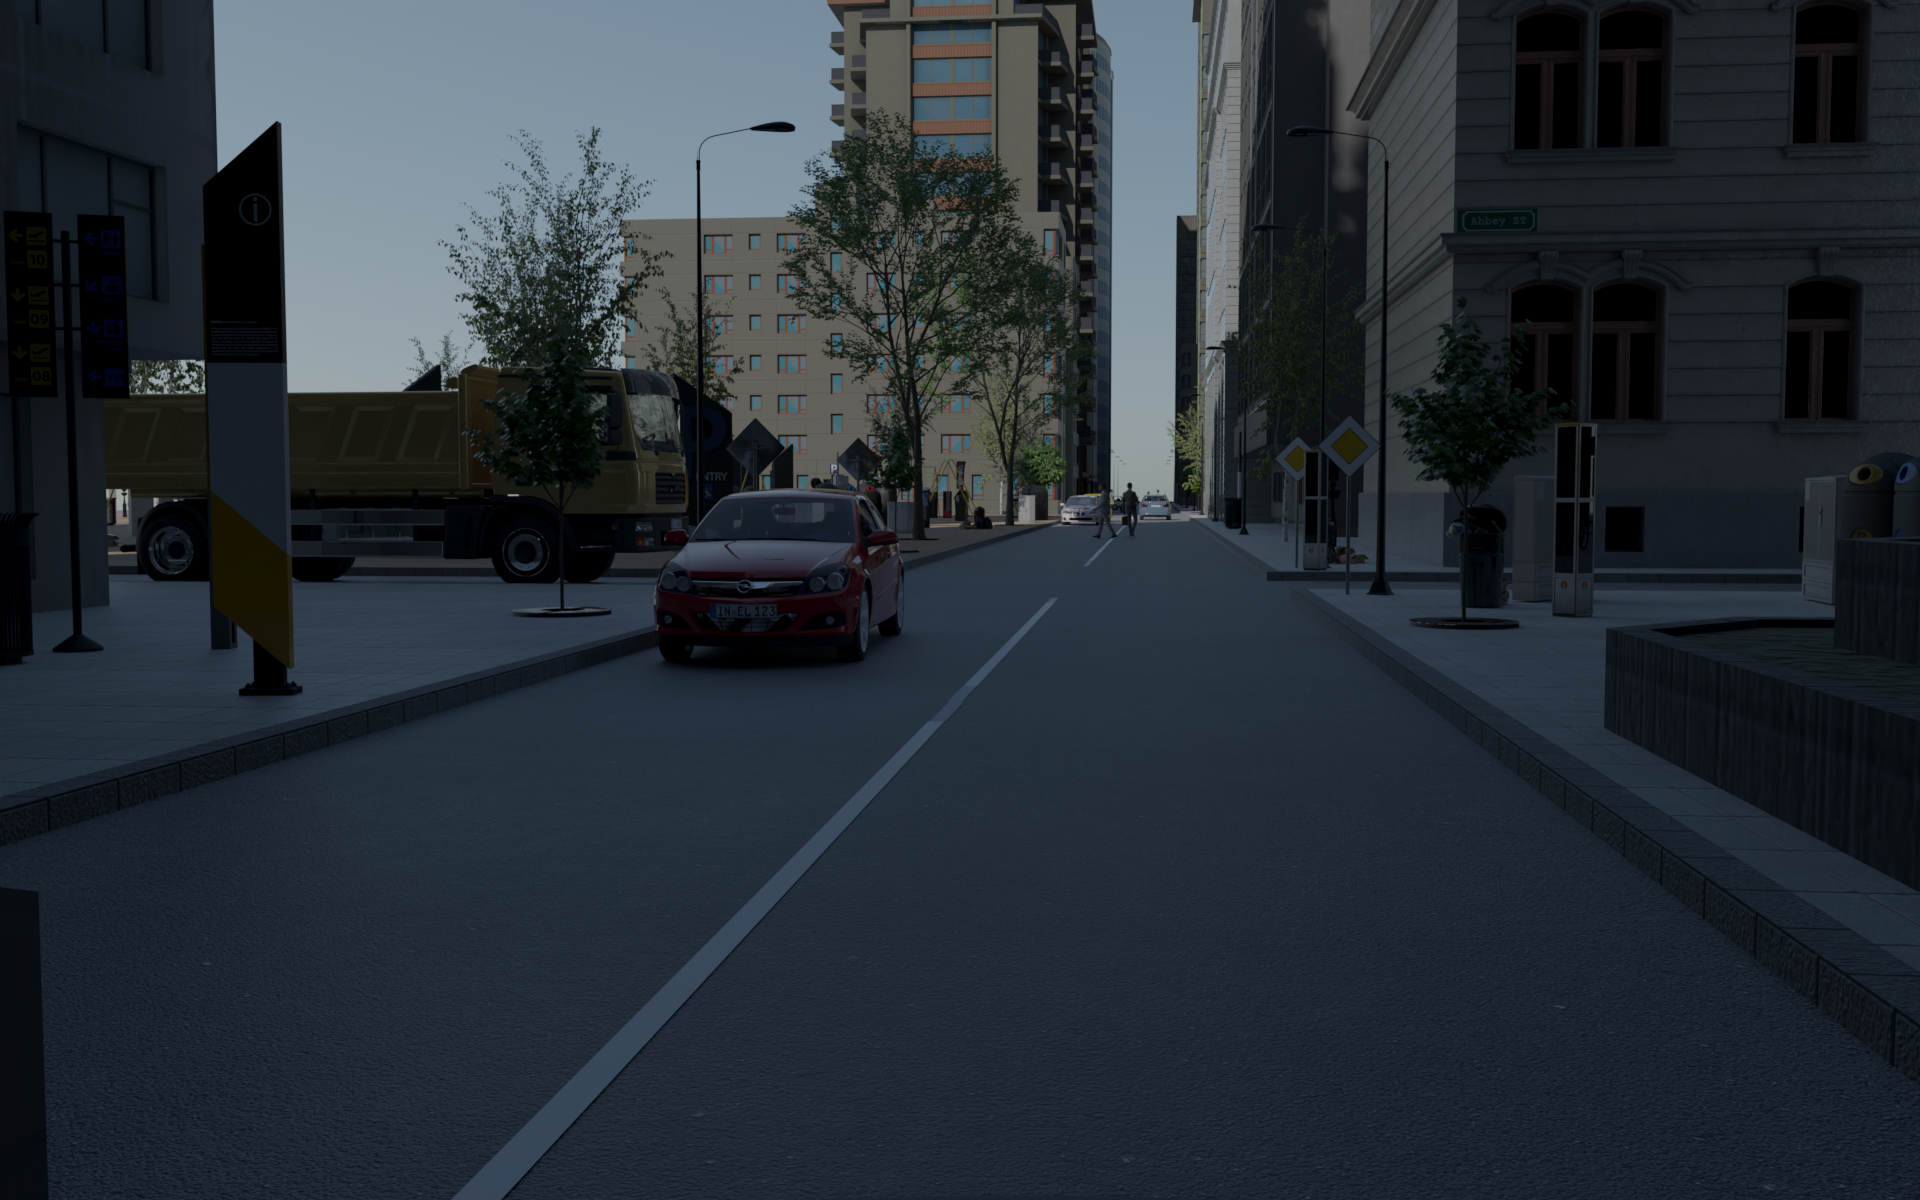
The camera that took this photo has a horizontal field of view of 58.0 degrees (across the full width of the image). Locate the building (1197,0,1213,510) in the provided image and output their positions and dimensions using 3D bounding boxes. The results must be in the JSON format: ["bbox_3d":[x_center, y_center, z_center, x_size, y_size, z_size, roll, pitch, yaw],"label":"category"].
[{"bbox_3d":[26.991,-28.202,144.695,14.154,41.232,14.086,0,4,6],"label":"building"}]

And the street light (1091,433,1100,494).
[{"bbox_3d":[9.703,-9.734,131.684,1.470,5.913,1.316,0,4,6],"label":"street light"}]

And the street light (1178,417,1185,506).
[{"bbox_3d":[14.308,-8.168,106.085,1.470,5.913,1.316,0,4,6],"label":"street light"}]

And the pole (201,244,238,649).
[{"bbox_3d":[-6.109,-1.250,14.284,0.158,3.312,0.155,0,3,0],"label":"pole"}]

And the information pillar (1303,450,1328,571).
[{"bbox_3d":[5.966,-1.502,29.053,0.304,2.012,0.304,3,4,39],"label":"information pillar"}]

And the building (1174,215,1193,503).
[{"bbox_3d":[38.739,-34.943,254.916,14.154,41.232,14.086,0,4,6],"label":"building"}]

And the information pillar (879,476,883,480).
[{"bbox_3d":[-2.869,-3.753,65.850,0.304,2.012,0.304,-3,4,-36],"label":"information pillar"}]

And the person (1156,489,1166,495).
[{"bbox_3d":[12.421,-5.991,107.251,0.742,1.727,0.445,1,4,17],"label":"person"}]

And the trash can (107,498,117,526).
[{"bbox_3d":[-34.661,-3.595,70.435,0.748,1.137,0.748,0,3,0],"label":"trash can"}]

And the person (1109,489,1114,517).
[{"bbox_3d":[9.580,-6.071,108.556,0.721,1.735,1.217,0,4,6],"label":"person"}]

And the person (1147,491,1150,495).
[{"bbox_3d":[20.795,-11.071,190.237,0.721,1.736,1.217,2,4,23],"label":"person"}]

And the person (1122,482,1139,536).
[{"bbox_3d":[5.800,-3.091,58.999,0.622,1.834,0.822,1,4,20],"label":"person"}]

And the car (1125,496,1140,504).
[{"bbox_3d":[24.294,-14.173,244.090,2.083,1.381,4.827,0,4,8],"label":"car"}]

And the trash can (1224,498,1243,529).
[{"bbox_3d":[10.051,-3.182,63.672,0.748,1.137,0.748,0,3,0],"label":"trash can"}]

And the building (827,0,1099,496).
[{"bbox_3d":[0.661,-30.332,150.547,22.147,44.769,28.867,0,4,6],"label":"building"}]

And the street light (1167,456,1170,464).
[{"bbox_3d":[22.600,-12.732,180.710,1.470,5.913,1.316,0,4,6],"label":"street light"}]

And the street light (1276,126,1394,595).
[{"bbox_3d":[4.828,-3.025,21.996,1.470,5.913,1.316,0,4,6],"label":"street light"}]

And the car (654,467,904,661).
[{"bbox_3d":[-1.591,-0.441,16.247,2.155,1.783,4.494,0,4,5],"label":"car"}]

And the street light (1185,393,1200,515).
[{"bbox_3d":[11.271,-6.575,80.038,1.470,5.913,1.316,0,4,6],"label":"street light"}]

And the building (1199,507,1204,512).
[{"bbox_3d":[28.190,-42.078,126.222,20.563,71.187,20.611,0,4,6],"label":"building"}]

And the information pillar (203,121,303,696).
[{"bbox_3d":[-4.500,-1.201,10.991,0.504,3.616,0.183,0,4,-2],"label":"information pillar"}]

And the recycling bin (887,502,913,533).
[{"bbox_3d":[-1.947,-2.711,56.874,0.722,1.027,0.722,1,4,14],"label":"recycling bin"}]

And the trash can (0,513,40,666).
[{"bbox_3d":[-7.336,-0.085,13.046,0.748,1.137,0.748,0,3,0],"label":"trash can"}]

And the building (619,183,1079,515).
[{"bbox_3d":[-6.080,-16.952,122.208,27.650,21.520,28.899,0,4,6],"label":"building"}]

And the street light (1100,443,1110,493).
[{"bbox_3d":[12.506,-11.237,156.273,1.470,5.913,1.316,0,4,6],"label":"street light"}]

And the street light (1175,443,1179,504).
[{"bbox_3d":[17.180,-9.688,130.944,1.470,5.913,1.316,0,4,6],"label":"street light"}]

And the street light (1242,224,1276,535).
[{"bbox_3d":[5.709,-3.506,29.866,1.470,5.913,1.316,0,4,6],"label":"street light"}]

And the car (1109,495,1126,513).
[{"bbox_3d":[11.798,-7.374,133.142,1.945,1.354,3.894,0,4,8],"label":"car"}]

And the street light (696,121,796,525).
[{"bbox_3d":[-2.746,-3.013,21.811,1.470,5.913,1.316,0,4,6],"label":"street light"}]

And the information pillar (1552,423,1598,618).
[{"bbox_3d":[6.418,-0.832,18.092,0.304,2.012,0.304,-2,4,-33],"label":"information pillar"}]

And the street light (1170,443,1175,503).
[{"bbox_3d":[19.933,-11.227,156.106,1.470,5.913,1.316,0,4,6],"label":"street light"}]

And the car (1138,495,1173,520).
[{"bbox_3d":[10.793,-5.125,95.791,2.014,1.417,4.499,0,4,6],"label":"car"}]

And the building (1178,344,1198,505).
[{"bbox_3d":[40.935,-22.465,212.340,27.650,21.520,28.899,0,4,6],"label":"building"}]

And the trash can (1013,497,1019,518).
[{"bbox_3d":[2.856,-4.917,92.049,0.748,1.137,0.748,0,3,0],"label":"trash can"}]

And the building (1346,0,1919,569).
[{"bbox_3d":[20.204,-15.107,34.394,23.554,28.519,14.401,0,4,6],"label":"building"}]

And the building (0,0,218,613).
[{"bbox_3d":[-16.100,-20.345,16.239,14.086,41.232,14.154,0,4,6],"label":"building"}]

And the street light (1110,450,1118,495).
[{"bbox_3d":[16.214,-13.263,189.392,1.470,5.913,1.316,0,4,6],"label":"street light"}]

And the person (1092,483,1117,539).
[{"bbox_3d":[4.655,-2.875,55.783,0.850,1.792,0.678,1,4,11],"label":"person"}]

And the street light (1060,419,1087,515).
[{"bbox_3d":[6.908,-8.207,106.725,1.470,5.913,1.316,0,4,6],"label":"street light"}]

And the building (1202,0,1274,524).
[{"bbox_3d":[18.491,-19.036,88.738,11.434,29.767,29.804,0,4,6],"label":"building"}]

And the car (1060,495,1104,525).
[{"bbox_3d":[5.769,-4.203,81.088,2.083,1.381,4.827,0,4,7],"label":"car"}]

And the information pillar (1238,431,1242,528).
[{"bbox_3d":[10.492,-4.505,65.008,0.183,3.616,0.504,0,4,4],"label":"information pillar"}]

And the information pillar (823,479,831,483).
[{"bbox_3d":[-6.421,-4.841,83.637,0.304,2.012,0.304,1,4,17],"label":"information pillar"}]

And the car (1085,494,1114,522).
[{"bbox_3d":[6.996,-4.879,89.994,2.015,1.641,3.980,0,4,5],"label":"car"}]

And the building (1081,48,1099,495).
[{"bbox_3d":[6.014,-31.906,171.777,14.600,45.320,14.200,0,4,6],"label":"building"}]

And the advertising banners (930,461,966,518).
[{"bbox_3d":[-0.695,-5.852,91.875,2.074,3.025,0.090,1,4,12],"label":"advertising banners"}]

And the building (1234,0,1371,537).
[{"bbox_3d":[17.588,-16.414,61.871,14.314,27.812,24.014,0,4,6],"label":"building"}]

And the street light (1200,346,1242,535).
[{"bbox_3d":[8.410,-5.011,54.467,1.470,5.913,1.316,0,4,6],"label":"street light"}]

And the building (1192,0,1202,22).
[{"bbox_3d":[36.558,-35.163,164.152,28.713,52.752,27.495,0,4,6],"label":"building"}]

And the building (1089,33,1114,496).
[{"bbox_3d":[8.227,-41.324,217.639,21.231,58.520,28.212,0,4,6],"label":"building"}]
